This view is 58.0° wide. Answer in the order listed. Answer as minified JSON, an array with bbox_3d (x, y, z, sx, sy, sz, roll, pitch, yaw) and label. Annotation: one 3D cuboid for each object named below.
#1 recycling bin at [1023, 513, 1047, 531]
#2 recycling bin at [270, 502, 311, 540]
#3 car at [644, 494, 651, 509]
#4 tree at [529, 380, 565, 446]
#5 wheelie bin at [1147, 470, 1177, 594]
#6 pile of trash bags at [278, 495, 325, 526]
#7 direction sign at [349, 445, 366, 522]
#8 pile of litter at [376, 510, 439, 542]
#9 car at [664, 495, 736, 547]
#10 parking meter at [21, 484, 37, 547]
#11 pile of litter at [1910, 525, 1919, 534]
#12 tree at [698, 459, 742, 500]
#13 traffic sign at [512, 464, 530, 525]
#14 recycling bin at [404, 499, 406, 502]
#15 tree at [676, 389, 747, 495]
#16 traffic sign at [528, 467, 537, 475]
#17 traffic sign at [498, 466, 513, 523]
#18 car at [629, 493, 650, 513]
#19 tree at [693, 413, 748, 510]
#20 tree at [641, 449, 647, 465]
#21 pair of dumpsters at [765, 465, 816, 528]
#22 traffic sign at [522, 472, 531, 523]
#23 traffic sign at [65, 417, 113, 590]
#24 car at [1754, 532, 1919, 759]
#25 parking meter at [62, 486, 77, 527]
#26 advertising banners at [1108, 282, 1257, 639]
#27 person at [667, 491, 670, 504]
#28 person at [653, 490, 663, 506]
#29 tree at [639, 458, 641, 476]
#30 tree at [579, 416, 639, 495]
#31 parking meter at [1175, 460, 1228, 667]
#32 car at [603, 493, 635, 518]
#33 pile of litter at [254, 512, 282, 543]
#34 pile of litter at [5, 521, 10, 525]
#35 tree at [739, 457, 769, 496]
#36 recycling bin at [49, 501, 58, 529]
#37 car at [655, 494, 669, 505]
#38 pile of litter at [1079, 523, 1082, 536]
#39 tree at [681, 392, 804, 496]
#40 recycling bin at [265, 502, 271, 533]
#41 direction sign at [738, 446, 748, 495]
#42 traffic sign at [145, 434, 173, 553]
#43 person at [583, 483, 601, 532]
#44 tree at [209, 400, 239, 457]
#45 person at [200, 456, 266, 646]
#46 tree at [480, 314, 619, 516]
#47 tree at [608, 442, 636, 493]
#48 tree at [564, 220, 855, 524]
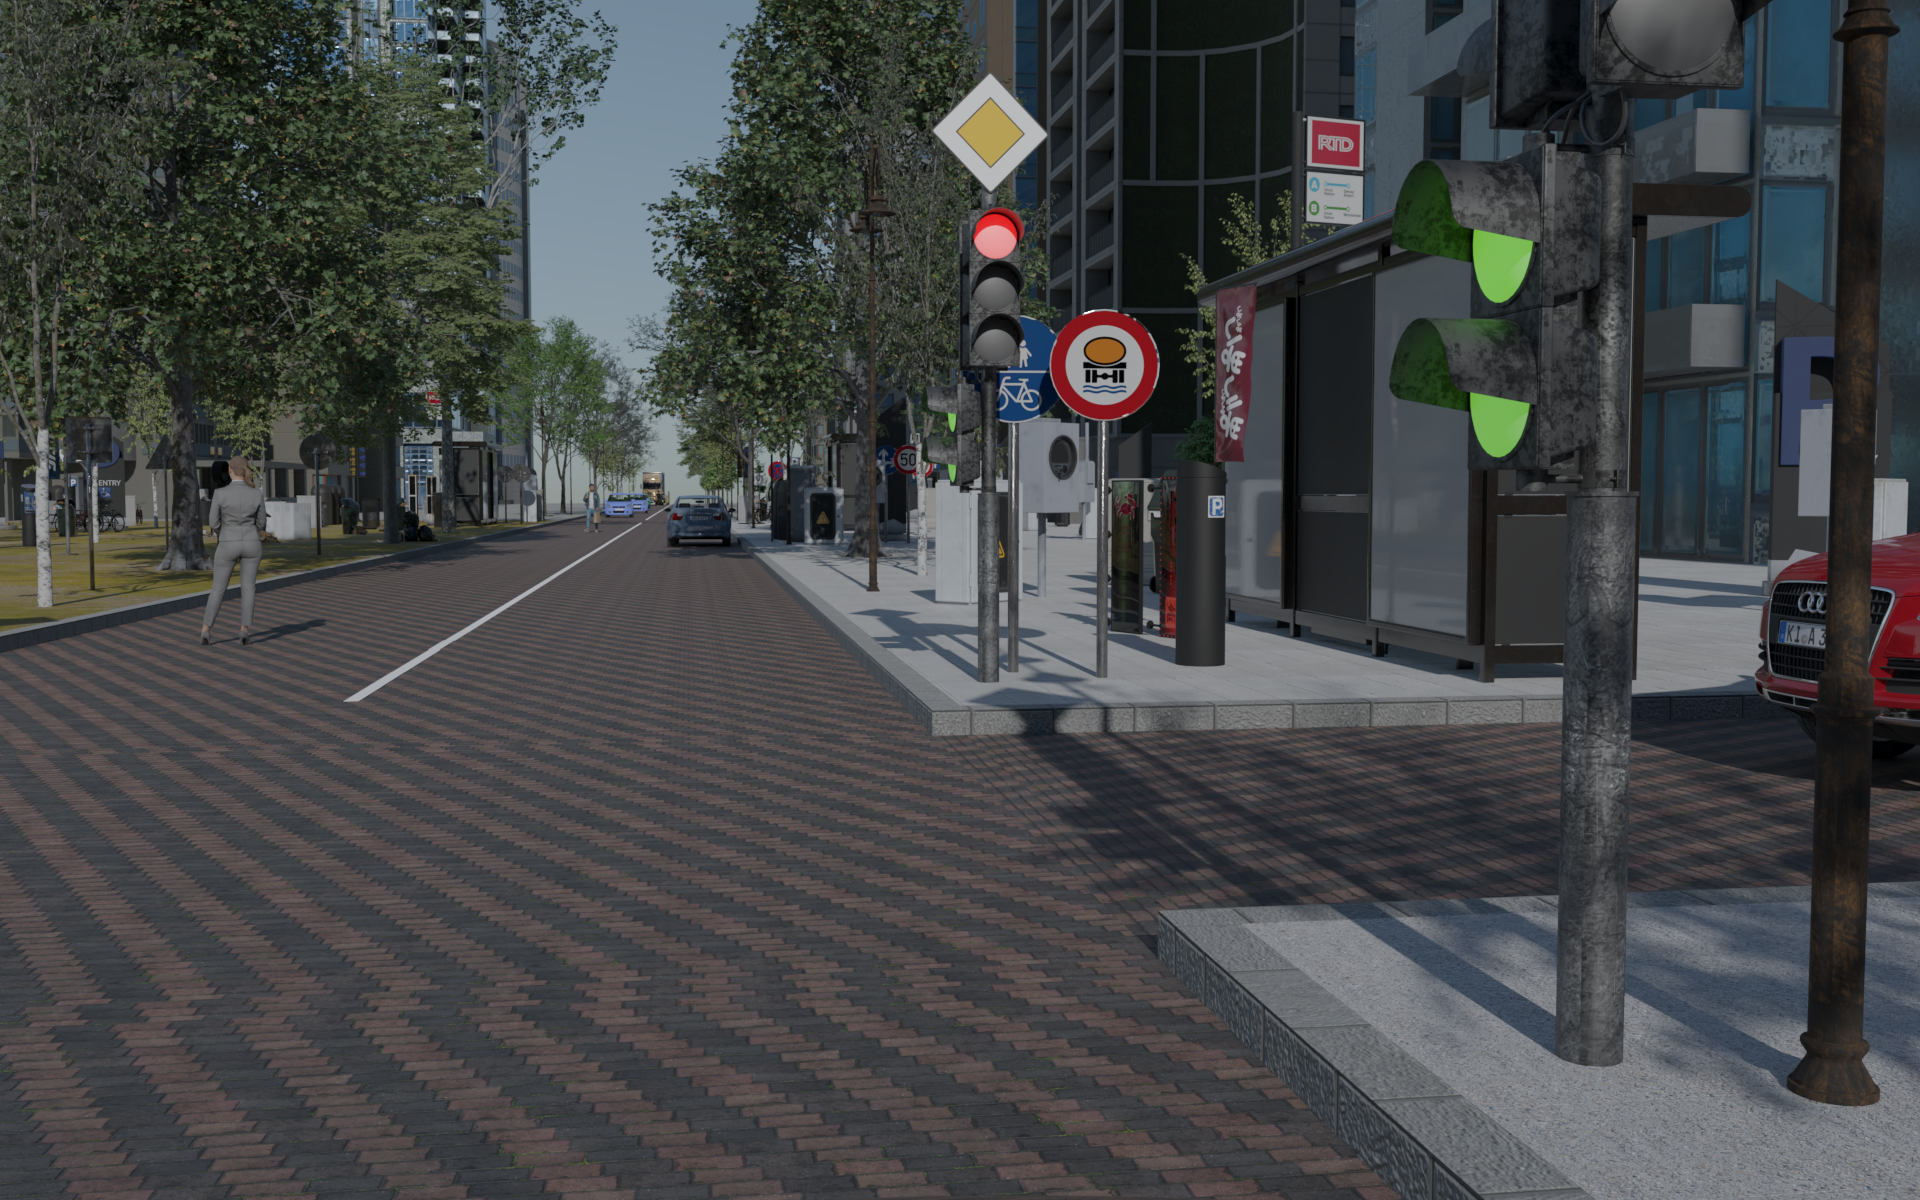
[{"bbox_3d":[2.569,-2.906,60.073,0.722,1.027,0.722,-1,4,-21],"label":"recycling bin"},{"bbox_3d":[-18.815,-2.218,48.821,0.722,1.027,0.722,2,4,24],"label":"recycling bin"},{"bbox_3d":[-31.314,-9.867,170.126,1.959,1.807,4.718,-1,4,-11],"label":"car"},{"bbox_3d":[-28.833,-13.847,136.764,12.009,13.543,11.850,0,3,0],"label":"tree"},{"bbox_3d":[2.847,-0.880,22.295,0.693,1.594,0.980,-3,5,-39],"label":"wheelie bin"},{"bbox_3d":[-26.971,-3.603,68.660,3.447,1.369,1.912,-1,4,-13],"label":"pile of trash bags"},{"bbox_3d":[-27.884,-5.395,80.209,0.876,3.537,0.379,1,4,17],"label":"direction sign"},{"bbox_3d":[-14.959,-2.010,46.830,1.719,0.858,1.176,-1,4,-20],"label":"pile of litter"},{"bbox_3d":[-7.304,-2.240,48.624,2.014,1.417,4.499,0,4,-7],"label":"car"},{"bbox_3d":[-22.700,-2.071,42.280,0.372,1.533,0.369,0,3,0],"label":"parking meter"},{"bbox_3d":[15.219,-0.802,27.071,1.176,0.858,1.719,-2,4,-34],"label":"pile of litter"},{"bbox_3d":[-19.644,-9.786,143.710,4.285,4.588,4.351,0,3,0],"label":"tree"},{"bbox_3d":[-18.450,-4.444,72.770,0.768,2.556,0.104,0,4,1],"label":"traffic sign"},{"bbox_3d":[-26.581,-4.220,81.545,0.722,1.027,0.722,1,4,20],"label":"recycling bin"},{"bbox_3d":[-24.402,-15.486,171.317,7.486,12.596,7.792,0,3,0],"label":"tree"},{"bbox_3d":[-20.497,-5.031,82.355,0.768,2.556,0.104,0,4,-8],"label":"traffic sign"},{"bbox_3d":[-20.360,-4.740,77.604,0.768,2.556,0.104,0,4,-1],"label":"traffic sign"},{"bbox_3d":[-24.276,-7.368,130.064,1.945,1.707,3.694,-1,4,-10],"label":"car"},{"bbox_3d":[-16.882,-10.666,124.750,4.737,8.622,4.395,0,3,0],"label":"tree"},{"bbox_3d":[-45.309,-17.672,239.305,4.737,8.622,4.395,0,3,0],"label":"tree"},{"bbox_3d":[-5.960,-3.576,60.957,1.574,2.255,4.437,-1,4,-9],"label":"pair of dumpsters"},{"bbox_3d":[-19.443,-4.697,76.909,0.768,2.556,0.104,0,4,0],"label":"traffic sign"},{"bbox_3d":[-11.537,-1.275,22.975,0.606,2.300,0.079,0,4,-1],"label":"traffic sign"},{"bbox_3d":[6.736,-0.014,8.908,5.304,1.827,2.281,-1,4,-10],"label":"car"},{"bbox_3d":[-27.209,-2.722,52.915,0.372,1.533,0.369,0,3,0],"label":"parking meter"},{"bbox_3d":[1.913,-1.167,15.275,0.090,3.025,2.074,-2,4,-31],"label":"advertising banners"},{"bbox_3d":[-40.697,-14.267,241.770,0.705,1.823,1.348,-1,4,-19],"label":"person"},{"bbox_3d":[-36.125,-12.197,207.544,1.348,1.869,0.705,-2,4,-34],"label":"person"},{"bbox_3d":[-36.633,-14.043,179.959,4.737,8.622,4.395,0,3,0],"label":"tree"},{"bbox_3d":[-32.139,-12.462,154.112,4.737,8.622,4.395,0,3,0],"label":"tree"},{"bbox_3d":[1.809,-0.281,13.000,0.372,1.533,0.369,0,3,0],"label":"parking meter"},{"bbox_3d":[-20.911,-5.917,106.327,1.945,1.707,3.694,-1,4,-10],"label":"car"},{"bbox_3d":[-18.665,-1.954,45.911,1.719,0.858,1.176,1,4,18],"label":"pile of litter"},{"bbox_3d":[-37.994,-3.317,68.199,1.176,0.858,1.719,0,4,0],"label":"pile of litter"},{"bbox_3d":[-10.292,-5.763,88.823,1.663,3.219,1.824,0,3,0],"label":"tree"},{"bbox_3d":[-34.000,-3.163,64.272,0.722,1.027,0.722,1,4,16],"label":"recycling bin"},{"bbox_3d":[-40.022,-13.586,232.353,2.015,1.641,3.980,0,4,-7],"label":"car"},{"bbox_3d":[4.343,-2.423,53.586,1.719,0.858,1.176,-3,5,-41],"label":"pile of litter"},{"bbox_3d":[-13.584,-10.817,111.268,8.767,10.594,7.601,1,4,20],"label":"tree"},{"bbox_3d":[-22.599,-2.739,57.344,0.722,1.027,0.722,0,4,-8],"label":"recycling bin"},{"bbox_3d":[-10.319,-5.544,82.641,0.379,3.537,0.876,2,4,29],"label":"direction sign"},{"bbox_3d":[-17.141,-2.287,37.391,0.884,2.594,0.081,0,4,0],"label":"traffic sign"},{"bbox_3d":[-13.617,-3.413,64.289,0.794,1.824,0.713,1,4,15],"label":"person"},{"bbox_3d":[-30.743,-7.063,65.848,4.737,8.622,4.395,0,3,0],"label":"tree"},{"bbox_3d":[-6.909,-0.469,16.446,0.573,1.790,0.520,3,5,41],"label":"person"},{"bbox_3d":[-23.827,-10.620,99.394,9.928,11.665,9.643,0,3,0],"label":"tree"},{"bbox_3d":[-42.688,-16.341,217.538,4.360,8.622,3.978,0,3,0],"label":"tree"},{"bbox_3d":[-9.030,-9.983,73.593,12.009,13.543,11.850,0,3,0],"label":"tree"}]
